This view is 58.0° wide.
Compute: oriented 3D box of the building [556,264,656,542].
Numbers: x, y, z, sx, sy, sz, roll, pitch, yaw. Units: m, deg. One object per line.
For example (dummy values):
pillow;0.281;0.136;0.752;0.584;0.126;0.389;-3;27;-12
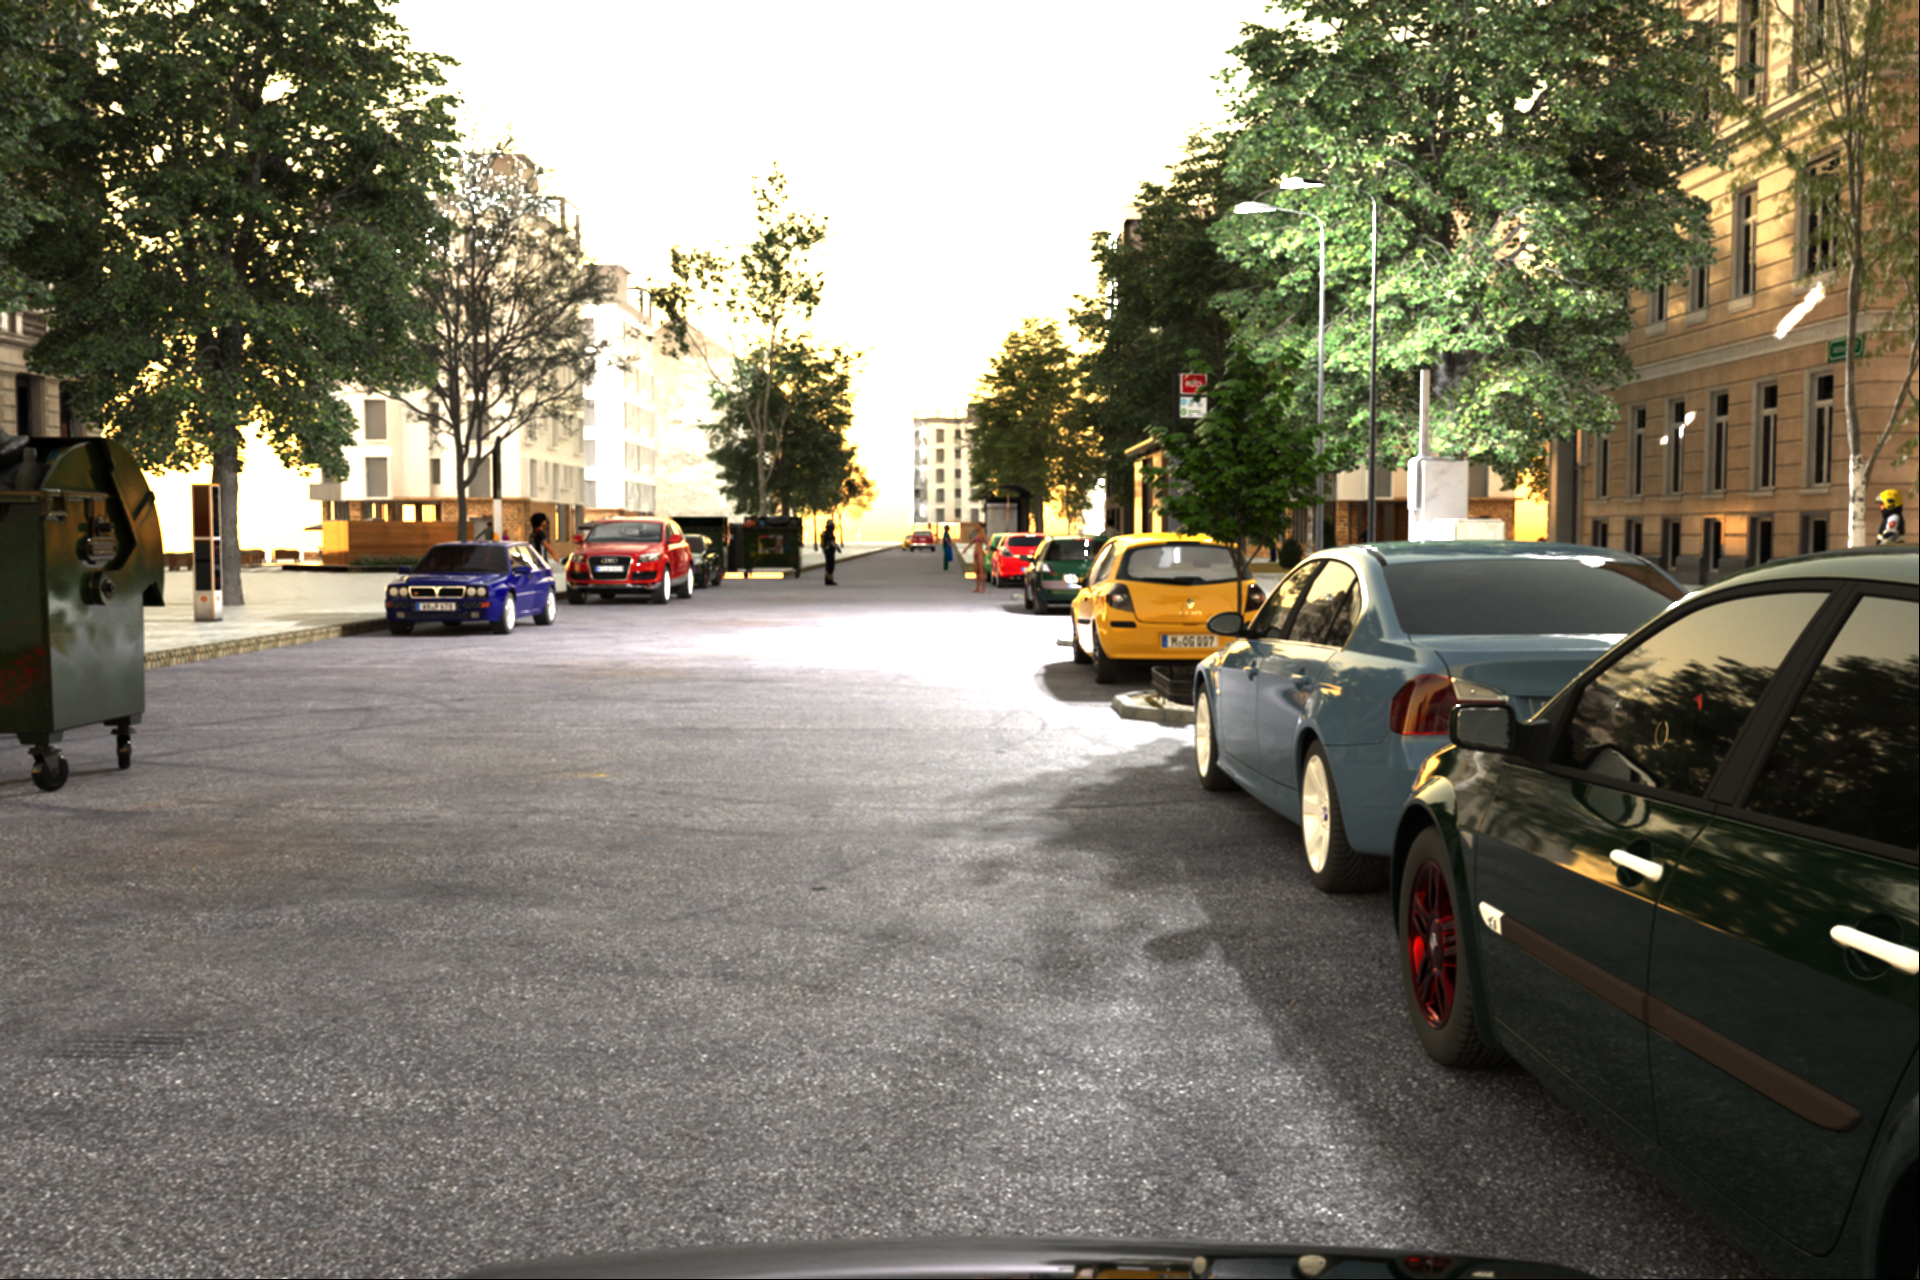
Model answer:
building;-28.787;-16.273;122.488;16.016;20.090;11.380;0;4;0

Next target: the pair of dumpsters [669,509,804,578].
pair of dumpsters;-7.357;-3.167;56.736;4.436;2.255;1.574;0;4;0

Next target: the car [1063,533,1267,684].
car;2.113;-0.477;18.016;2.015;1.641;3.980;0;4;-1

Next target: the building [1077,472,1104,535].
building;20.494;-17.256;224.280;9.099;9.664;28.070;0;3;0

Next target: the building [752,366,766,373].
building;-27.355;-20.757;195.793;16.016;20.090;11.380;0;3;0

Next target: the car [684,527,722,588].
car;-7.520;-2.267;46.848;2.009;1.686;4.222;0;3;0

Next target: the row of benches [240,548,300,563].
row of benches;-30.987;-3.671;75.483;4.104;0.672;1.422;-2;4;-34

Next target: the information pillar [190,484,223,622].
information pillar;-11.031;-1.277;25.368;0.304;2.012;0.304;0;3;0

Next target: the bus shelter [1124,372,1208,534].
bus shelter;5.098;-3.852;40.615;2.179;5.291;8.768;0;4;0

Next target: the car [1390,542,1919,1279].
car;2.141;0.386;3.481;2.009;1.686;4.222;0;4;-1

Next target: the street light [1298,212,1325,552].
street light;5.631;-3.173;24.422;1.470;5.913;1.316;0;3;0

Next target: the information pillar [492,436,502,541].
information pillar;-10.993;-3.048;41.184;0.183;3.616;0.504;0;4;-1

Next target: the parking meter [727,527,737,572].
parking meter;-7.805;-3.109;59.247;0.372;1.533;0.369;0;3;0

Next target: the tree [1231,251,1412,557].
tree;8.558;-5.544;41.013;4.737;8.622;4.395;0;3;0

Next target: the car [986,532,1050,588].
car;1.819;-2.361;47.649;2.155;1.783;4.494;0;4;-2

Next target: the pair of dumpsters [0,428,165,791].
pair of dumpsters;-7.102;-0.307;9.967;4.436;2.255;1.574;0;4;0

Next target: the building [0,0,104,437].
building;-31.960;-13.321;45.519;11.050;23.595;19.941;0;4;0

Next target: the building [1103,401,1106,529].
building;21.492;-20.853;197.360;16.016;20.090;11.380;0;4;0

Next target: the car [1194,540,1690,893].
car;2.255;0.231;8.225;2.014;1.417;4.499;0;4;-1

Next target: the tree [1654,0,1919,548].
tree;8.341;-4.038;16.389;4.360;8.622;3.978;0;3;0

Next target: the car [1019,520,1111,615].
car;2.122;-1.360;32.028;2.009;1.686;4.222;0;4;-1

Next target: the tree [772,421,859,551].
tree;-11.168;-11.980;130.292;7.601;10.594;8.767;-2;4;-31

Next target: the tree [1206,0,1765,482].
tree;8.473;-7.545;30.014;9.857;13.997;8.962;0;3;0

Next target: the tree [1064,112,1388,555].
tree;8.194;-8.865;51.591;9.857;13.997;8.962;0;3;0

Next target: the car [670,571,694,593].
car;-7.634;-2.035;42.867;1.945;1.707;3.694;0;4;-1

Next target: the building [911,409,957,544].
building;-6.831;-24.098;252.886;11.380;20.090;16.016;0;4;2

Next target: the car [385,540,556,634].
car;-7.277;-0.818;25.957;1.945;1.354;3.894;0;3;0

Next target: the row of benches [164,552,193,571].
row of benches;-27.609;-2.783;60.967;1.422;0.672;4.104;0;3;0

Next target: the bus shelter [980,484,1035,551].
bus shelter;1.952;-4.803;72.460;2.014;3.302;5.546;0;4;-2

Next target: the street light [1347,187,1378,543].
street light;5.957;-3.069;22.712;1.470;5.913;1.316;0;4;0

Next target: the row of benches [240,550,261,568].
row of benches;-27.343;-3.116;66.412;1.422;0.672;4.104;-1;4;-17

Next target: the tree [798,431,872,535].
tree;-11.206;-13.140;149.249;8.767;10.594;7.601;2;4;34

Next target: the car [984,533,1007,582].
car;1.621;-2.694;52.836;1.959;1.807;4.718;0;4;-1

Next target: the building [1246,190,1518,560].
building;21.483;-14.792;98.268;16.016;20.090;11.380;0;4;-1

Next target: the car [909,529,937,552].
car;-3.042;-8.093;140.996;2.281;1.827;5.304;0;4;-1

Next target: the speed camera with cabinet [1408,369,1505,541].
speed camera with cabinet;5.787;-1.584;20.238;0.660;3.252;2.038;0;4;0

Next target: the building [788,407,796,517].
building;-31.262;-22.058;227.103;16.747;18.905;31.486;0;4;-1

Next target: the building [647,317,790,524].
building;-28.313;-21.521;182.792;19.493;23.208;18.063;0;4;0

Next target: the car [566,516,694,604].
car;-6.986;-1.735;37.038;2.281;1.827;5.304;0;4;0

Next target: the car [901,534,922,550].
car;-4.195;-8.732;152.987;2.015;1.641;3.980;0;4;0

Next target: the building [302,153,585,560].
building;-26.679;-14.125;87.367;16.016;20.090;11.380;0;4;0

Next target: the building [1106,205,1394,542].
building;24.203;-17.129;124.041;27.936;21.610;32.646;0;4;0

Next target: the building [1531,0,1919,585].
building;24.706;-15.812;44.431;13.634;28.700;20.117;0;3;0
